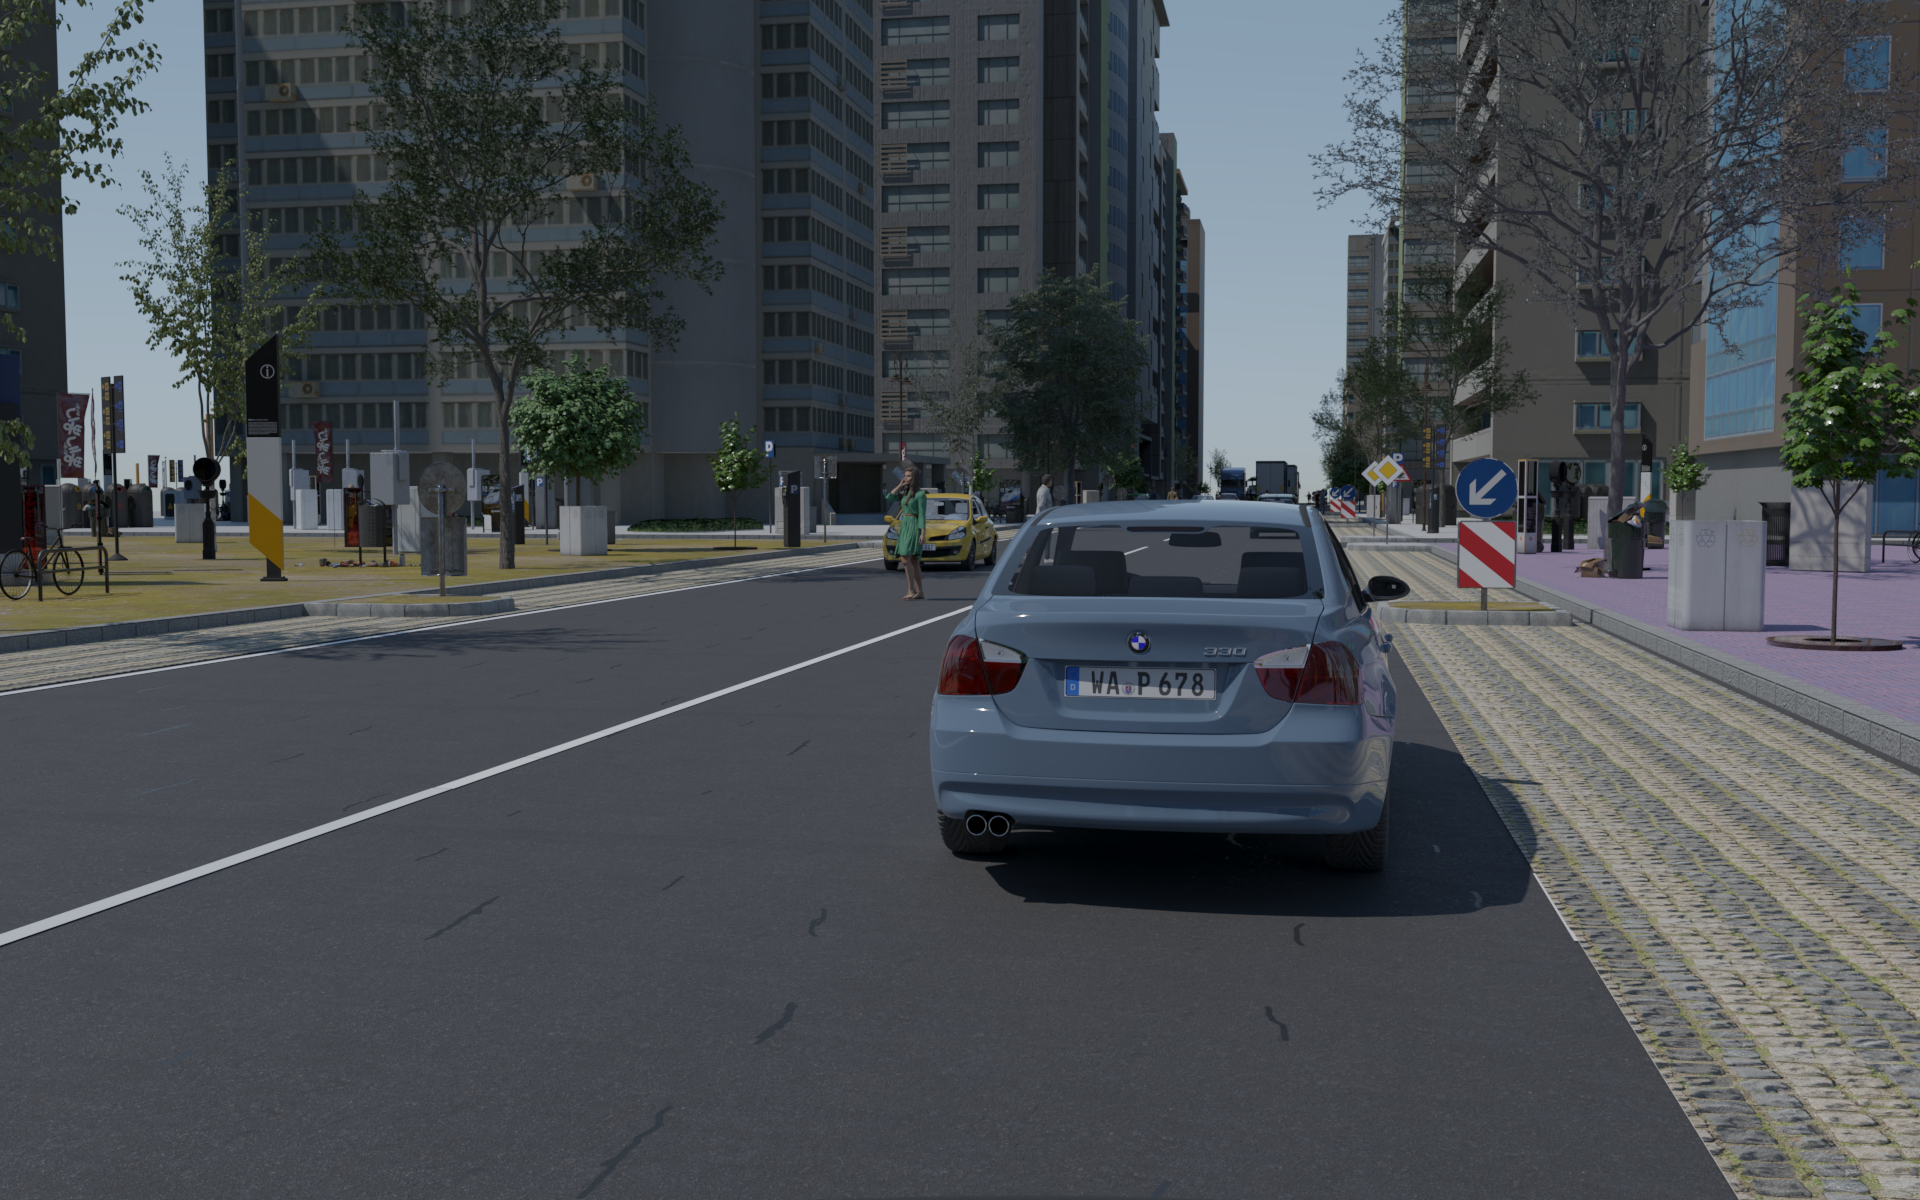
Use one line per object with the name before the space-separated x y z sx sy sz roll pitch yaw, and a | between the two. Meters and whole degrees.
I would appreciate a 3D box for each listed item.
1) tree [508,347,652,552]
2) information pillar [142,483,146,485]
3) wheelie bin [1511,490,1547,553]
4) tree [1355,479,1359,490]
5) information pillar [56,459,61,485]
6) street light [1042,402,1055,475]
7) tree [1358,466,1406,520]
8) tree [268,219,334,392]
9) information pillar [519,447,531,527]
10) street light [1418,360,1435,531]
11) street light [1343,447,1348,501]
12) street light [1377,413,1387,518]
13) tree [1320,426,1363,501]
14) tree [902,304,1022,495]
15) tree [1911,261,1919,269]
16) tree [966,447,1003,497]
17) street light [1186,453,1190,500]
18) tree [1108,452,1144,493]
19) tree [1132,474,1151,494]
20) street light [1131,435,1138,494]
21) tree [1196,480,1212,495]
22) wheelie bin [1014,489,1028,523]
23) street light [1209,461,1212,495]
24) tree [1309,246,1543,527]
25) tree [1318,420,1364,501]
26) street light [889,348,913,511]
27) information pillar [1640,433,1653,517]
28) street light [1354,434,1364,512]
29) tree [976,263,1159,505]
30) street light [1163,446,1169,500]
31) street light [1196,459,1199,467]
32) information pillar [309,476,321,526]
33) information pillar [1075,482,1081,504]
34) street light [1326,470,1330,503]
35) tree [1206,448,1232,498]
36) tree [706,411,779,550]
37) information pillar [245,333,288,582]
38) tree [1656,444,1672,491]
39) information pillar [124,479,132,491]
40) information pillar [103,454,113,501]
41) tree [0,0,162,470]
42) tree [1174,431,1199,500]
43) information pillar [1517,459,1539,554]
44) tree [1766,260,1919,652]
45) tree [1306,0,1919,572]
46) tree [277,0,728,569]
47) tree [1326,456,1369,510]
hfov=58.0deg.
tree | -8.623 -3.388 39.115 4.285 4.588 4.351 0 3 0
information pillar | -54.869 -6.845 116.399 0.304 2.012 0.304 -2 4 -28
wheelie bin | 12.445 -1.837 37.945 0.693 1.594 0.980 0 4 7
tree | 27.477 -7.509 117.371 1.663 3.219 1.824 0 3 0
information pillar | -51.123 -6.534 98.184 0.183 3.616 0.504 -1 4 -8
street light | 4.454 -7.010 87.406 0.468 5.910 1.993 1 4 11
tree | 21.381 -5.648 86.948 1.663 3.219 1.824 0 3 0
tree | -16.253 -5.357 37.943 4.737 8.622 4.395 0 3 0
information pillar | -16.824 -4.617 66.835 0.183 3.616 0.504 1 4 20
street light | 16.100 -5.329 59.914 0.468 5.910 1.993 1 4 11
street light | 37.122 -11.873 166.919 0.468 5.910 1.993 1 4 11
street light | 22.542 -7.331 92.650 0.468 5.910 1.993 1 4 11
tree | 39.620 -14.072 180.444 4.360 8.622 3.978 0 3 0
tree | 0.187 -7.114 66.675 4.360 8.622 3.978 0 3 0
tree | 21.830 -5.202 35.408 4.737 8.622 4.395 0 3 0
tree | 0.659 -4.625 70.221 1.663 3.219 1.824 0 3 0
street light | 25.756 -13.610 195.314 0.468 5.910 1.993 1 4 11
tree | 11.857 -8.673 125.509 4.285 4.588 4.351 0 3 0
tree | 14.798 -8.971 141.275 1.663 3.219 1.824 0 3 0
street light | 13.210 -9.705 131.460 0.468 5.910 1.993 1 4 11
tree | 31.626 -14.240 227.420 1.663 3.219 1.824 0 3 0
wheelie bin | 2.611 -4.237 77.177 0.693 1.594 0.980 1 4 15
street light | 35.221 -16.567 243.658 0.468 5.910 1.993 1 4 11
tree | 18.257 -8.060 66.186 7.601 10.594 8.767 -3 4 -37
tree | 38.047 -13.524 171.477 4.737 8.622 4.395 0 3 0
street light | -1.871 -5.031 55.039 0.468 5.910 1.993 1 4 11
information pillar | 26.256 -4.582 66.271 0.183 3.616 0.504 -1 4 -22
street light | 28.814 -9.292 124.716 0.468 5.910 1.993 1 4 11
tree | 5.986 -11.525 95.085 9.857 13.997 8.962 0 3 0
street light | 19.412 -11.659 163.419 0.468 5.910 1.993 1 4 11
street light | 28.967 -14.615 211.746 0.468 5.910 1.993 1 4 11
information pillar | -25.961 -3.989 69.716 0.304 2.012 0.304 1 4 12
information pillar | 6.999 -5.999 102.579 0.304 2.012 0.304 -1 4 -15
street light | 59.689 -18.895 281.720 0.468 5.910 1.993 1 4 11
tree | 42.755 -20.340 282.913 4.737 8.622 4.395 0 3 0
tree | -5.215 -2.775 39.976 1.663 3.219 1.824 0 3 0
information pillar | -10.169 -2.080 25.359 0.504 3.616 0.183 0 4 -1
tree | 24.080 -3.854 57.621 1.663 3.219 1.824 0 3 0
information pillar | -40.007 -4.822 83.324 0.304 2.012 0.304 -1 4 -10
information pillar | -37.505 -5.194 76.273 0.183 3.616 0.504 1 4 15
tree | -9.825 -4.000 15.762 4.737 8.622 4.395 0 3 0
tree | 25.971 -15.410 202.311 4.360 8.622 3.978 0 3 0
information pillar | 12.093 -1.983 36.908 0.304 2.012 0.304 -1 4 -15
tree | 7.273 -1.212 14.422 1.663 3.219 1.824 0 3 0
tree | 11.028 -7.234 28.650 12.009 13.543 11.850 0 3 0
tree | -7.665 -5.832 29.766 8.767 10.594 7.601 1 4 15
tree | 32.652 -9.798 143.908 4.285 4.588 4.351 0 3 0
